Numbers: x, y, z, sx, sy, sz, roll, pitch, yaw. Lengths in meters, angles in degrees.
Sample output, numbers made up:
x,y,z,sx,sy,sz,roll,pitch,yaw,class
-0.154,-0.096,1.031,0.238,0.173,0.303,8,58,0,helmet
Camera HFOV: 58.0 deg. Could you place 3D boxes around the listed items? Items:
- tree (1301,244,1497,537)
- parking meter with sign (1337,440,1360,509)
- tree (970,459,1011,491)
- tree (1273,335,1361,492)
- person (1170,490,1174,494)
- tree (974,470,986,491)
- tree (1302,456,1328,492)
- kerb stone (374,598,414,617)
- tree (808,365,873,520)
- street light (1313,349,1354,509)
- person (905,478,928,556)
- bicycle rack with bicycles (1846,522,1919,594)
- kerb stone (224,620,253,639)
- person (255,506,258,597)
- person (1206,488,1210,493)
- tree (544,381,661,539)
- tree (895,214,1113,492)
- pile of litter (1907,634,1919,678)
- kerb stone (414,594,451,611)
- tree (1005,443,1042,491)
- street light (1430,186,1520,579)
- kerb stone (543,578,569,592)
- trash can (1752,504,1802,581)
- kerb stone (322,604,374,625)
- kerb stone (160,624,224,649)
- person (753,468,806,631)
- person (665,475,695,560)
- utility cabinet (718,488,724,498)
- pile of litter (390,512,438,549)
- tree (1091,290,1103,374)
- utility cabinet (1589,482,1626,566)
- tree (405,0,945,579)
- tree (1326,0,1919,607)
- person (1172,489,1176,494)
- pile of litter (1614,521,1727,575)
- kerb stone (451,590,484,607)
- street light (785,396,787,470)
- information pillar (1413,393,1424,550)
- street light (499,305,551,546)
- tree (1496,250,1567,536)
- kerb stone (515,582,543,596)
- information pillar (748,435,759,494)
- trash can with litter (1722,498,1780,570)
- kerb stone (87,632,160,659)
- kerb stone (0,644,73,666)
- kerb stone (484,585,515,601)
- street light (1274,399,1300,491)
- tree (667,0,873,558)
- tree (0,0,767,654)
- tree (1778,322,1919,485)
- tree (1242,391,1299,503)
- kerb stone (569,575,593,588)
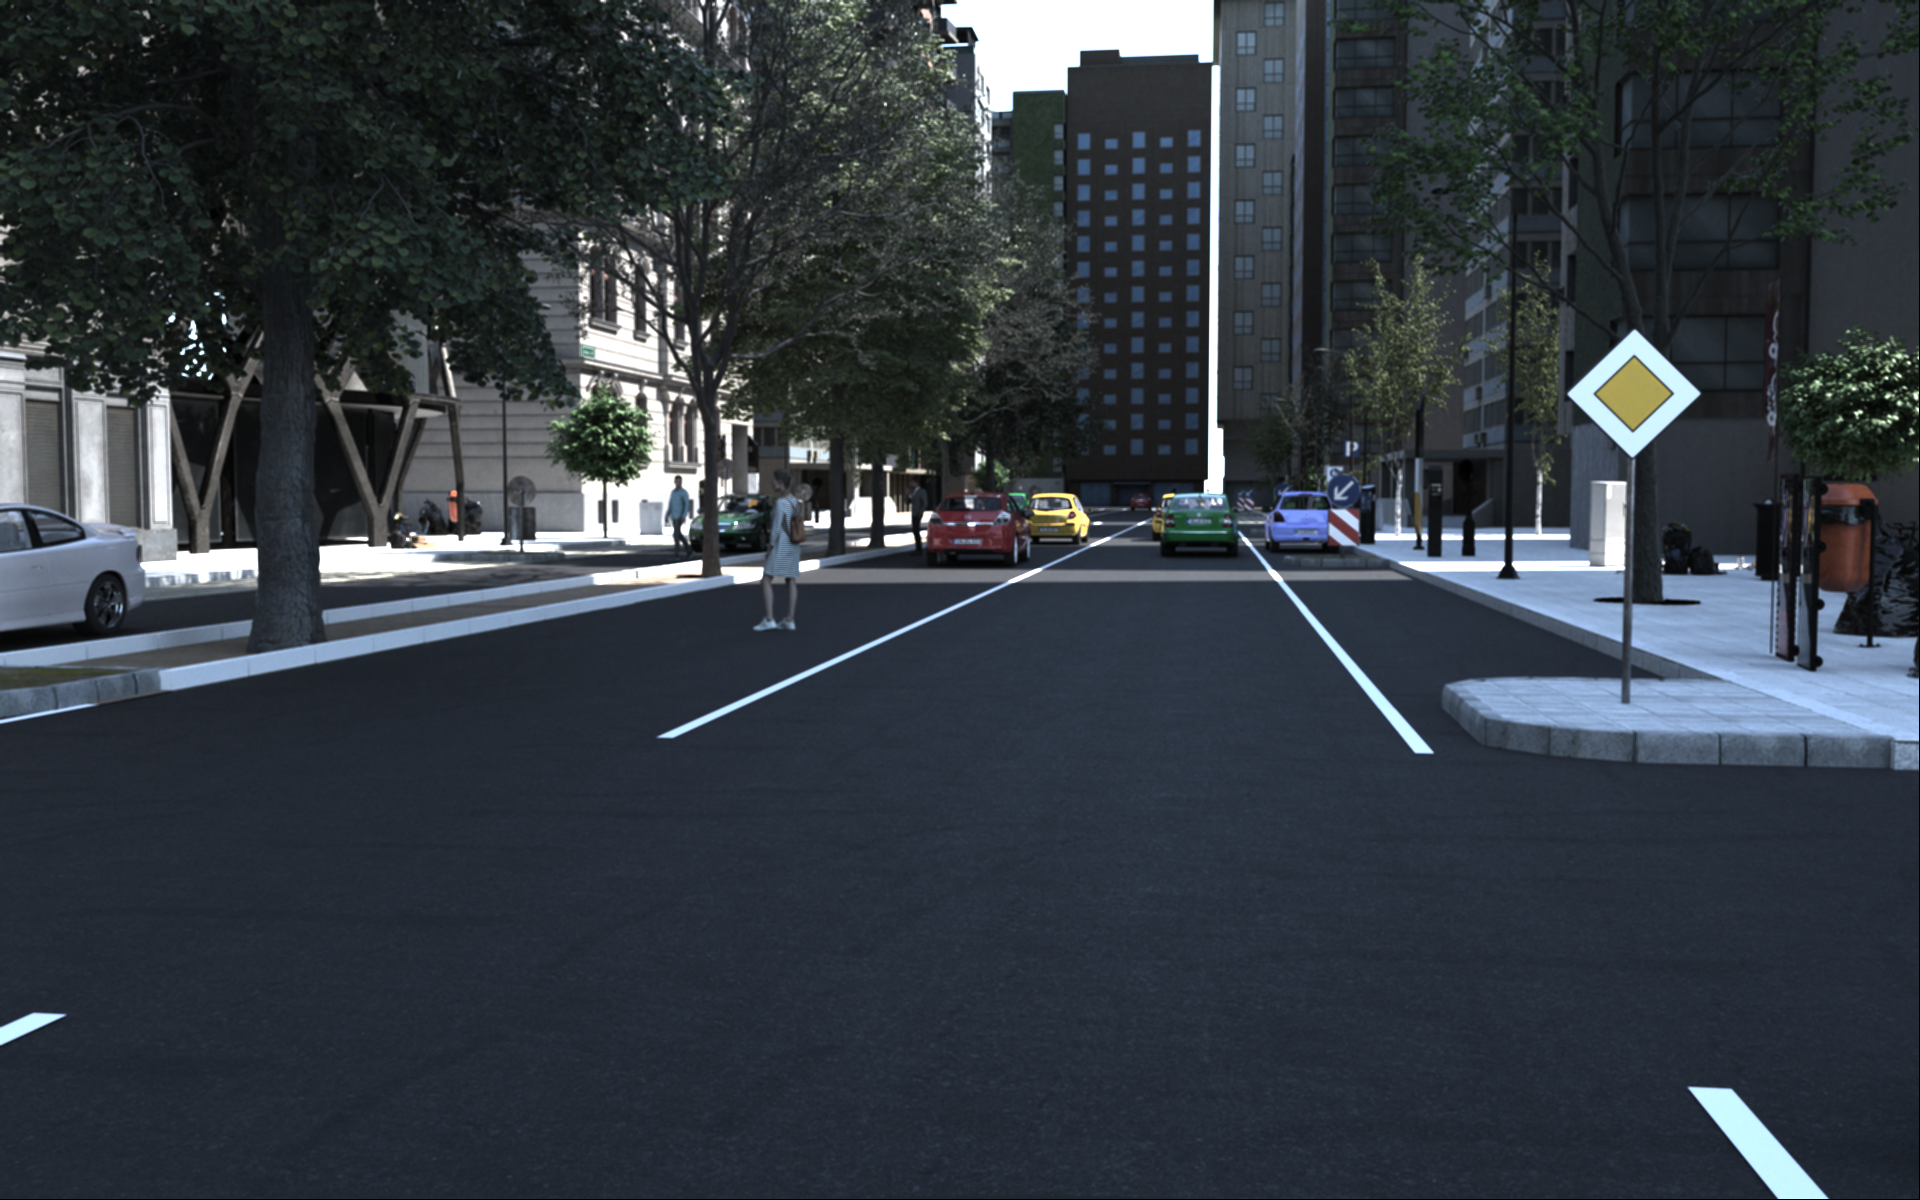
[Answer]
x,y,z,sx,sy,sz,roll,pitch,yaw,class
13.176,-6.205,51.814,4.737,8.622,4.395,0,3,0,tree
12.732,-3.721,57.104,0.543,3.016,1.738,0,4,2,parking meter with sign
2.494,-9.913,145.792,4.285,4.588,4.351,0,3,0,tree
16.774,-7.994,81.059,4.360,8.622,3.978,0,3,0,tree
18.599,-8.737,151.295,1.348,1.831,0.705,0,4,-7,person
1.938,-8.747,137.613,1.663,3.219,1.824,0,3,0,tree
18.080,-5.763,88.834,1.663,3.219,1.824,0,3,0,tree
-6.766,0.107,20.478,0.120,0.150,1.000,0,4,8,kerb stone
-5.366,-8.247,85.196,4.360,8.622,3.978,0,3,0,tree
11.994,-5.071,55.459,1.470,5.913,1.316,0,4,8,street light
-1.027,-1.942,40.436,0.473,1.802,0.592,-1,4,-14,person
12.293,-0.491,21.416,2.925,0.926,2.852,0,4,-6,bicycle rack with bicycles
-7.196,0.291,17.435,0.120,0.150,1.000,0,4,8,kerb stone
-9.268,-0.846,23.341,0.512,1.701,0.522,-1,4,-10,person
15.477,-6.081,108.023,1.348,1.812,0.705,-2,4,-25,person
-10.173,-4.053,49.973,4.285,4.588,4.351,0,3,0,tree
1.217,-9.182,69.583,9.611,12.733,9.660,0,3,0,tree
7.536,0.109,12.190,1.719,0.858,1.176,1,4,9,pile of litter
-6.621,0.043,21.490,0.120,0.150,1.000,0,4,8,kerb stone
5.665,-12.926,161.704,4.360,8.622,3.978,0,3,0,tree
7.788,-3.282,26.197,1.470,5.913,1.316,0,4,8,street light
-6.041,-0.205,25.549,0.120,0.150,1.000,0,4,8,kerb stone
12.175,-0.862,25.754,0.748,1.137,0.748,0,3,0,trash can
-6.906,0.167,19.463,0.120,0.150,1.000,0,4,8,kerb stone
-7.342,0.353,16.423,0.120,0.150,1.000,0,4,8,kerb stone
-1.867,-0.538,18.302,0.522,1.701,0.512,1,4,18,person
-6.076,-1.799,37.776,0.748,1.841,0.638,-2,4,-35,person
-8.373,-3.085,59.114,0.318,1.500,1.173,0,4,8,utility cabinet
-12.926,-1.649,40.923,1.176,0.858,1.719,0,4,1,pile of litter
-0.453,-8.749,55.869,12.009,13.543,11.850,0,3,0,tree
11.617,-1.349,30.736,1.173,1.500,0.318,-3,5,-43,utility cabinet
-4.215,-7.099,28.899,12.009,13.543,11.850,0,3,0,tree
8.080,-5.775,20.177,9.928,11.665,9.643,0,3,0,tree
15.151,-6.951,122.178,0.705,1.821,1.348,-2,4,-25,person
11.441,-0.853,27.905,1.719,0.858,1.176,1,4,23,pile of litter
-6.476,-0.017,22.502,0.120,0.150,1.000,0,4,8,kerb stone
-6.632,-6.030,71.137,1.470,5.913,1.316,0,4,8,street light
10.601,-2.974,39.975,0.183,3.616,0.504,2,4,27,information pillar
-10.709,-4.289,42.664,1.470,5.913,1.316,0,4,8,street light
18.119,-6.295,53.285,4.737,8.622,4.395,0,3,0,tree
-6.192,-0.141,24.530,0.120,0.150,1.000,0,4,8,kerb stone
-8.212,-4.732,68.717,0.504,3.616,0.183,2,4,32,information pillar
13.675,-1.109,29.183,1.678,1.210,2.233,0,4,5,trash can with litter
-7.493,0.416,15.402,0.120,0.150,1.000,0,4,8,kerb stone
-7.630,0.478,14.382,0.120,0.150,1.000,0,4,8,kerb stone
-6.332,-0.076,23.514,0.120,0.150,1.000,0,4,8,kerb stone
16.051,-6.861,84.717,1.470,5.913,1.316,0,4,8,street light
-2.799,-7.221,38.655,7.486,12.596,7.792,0,3,0,tree
-6.088,-6.498,15.348,9.857,13.997,8.962,0,3,0,tree
17.215,-3.026,33.185,4.285,4.588,4.351,0,3,0,tree
23.025,-10.776,126.550,4.737,8.622,4.395,0,3,0,tree
-5.904,-0.264,26.563,0.120,0.150,1.000,0,4,8,kerb stone
